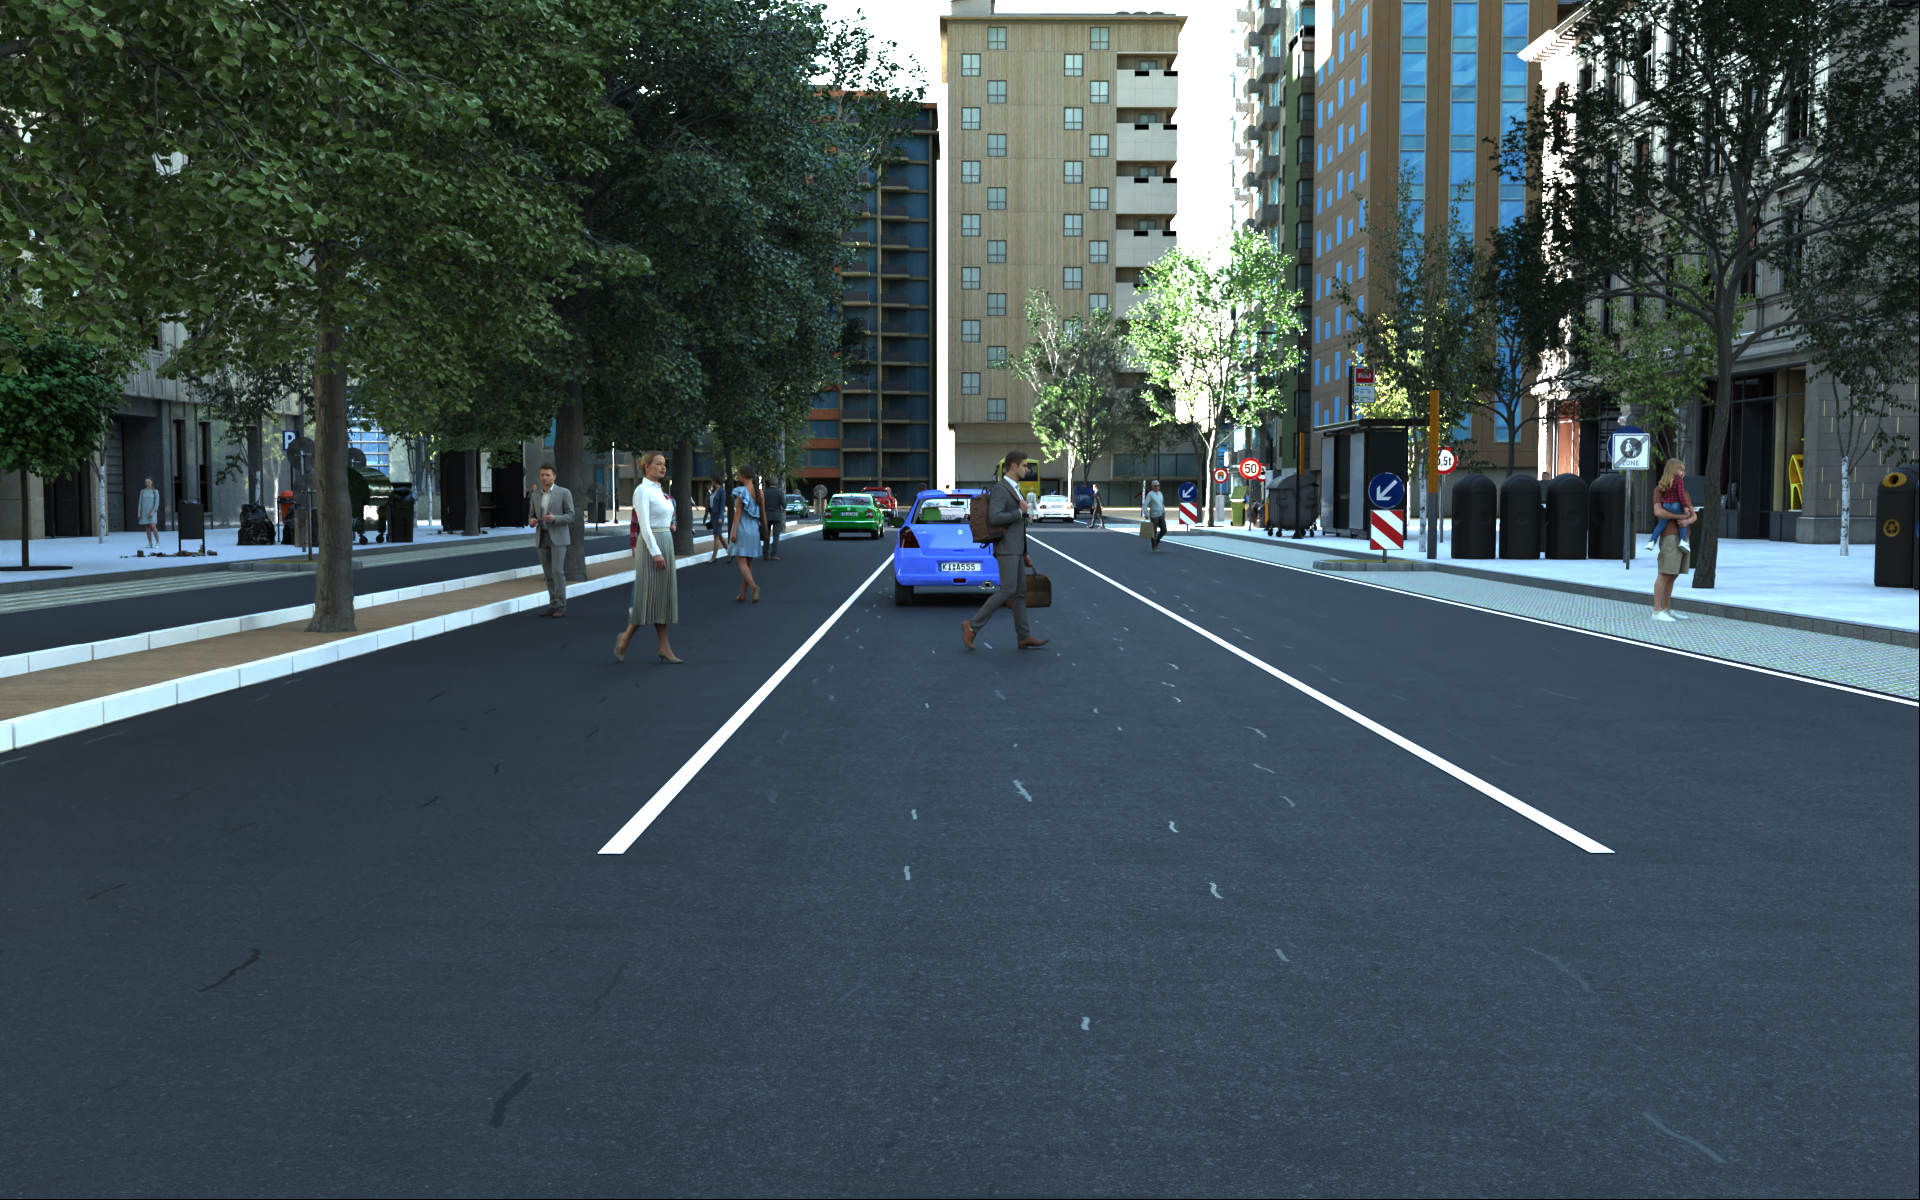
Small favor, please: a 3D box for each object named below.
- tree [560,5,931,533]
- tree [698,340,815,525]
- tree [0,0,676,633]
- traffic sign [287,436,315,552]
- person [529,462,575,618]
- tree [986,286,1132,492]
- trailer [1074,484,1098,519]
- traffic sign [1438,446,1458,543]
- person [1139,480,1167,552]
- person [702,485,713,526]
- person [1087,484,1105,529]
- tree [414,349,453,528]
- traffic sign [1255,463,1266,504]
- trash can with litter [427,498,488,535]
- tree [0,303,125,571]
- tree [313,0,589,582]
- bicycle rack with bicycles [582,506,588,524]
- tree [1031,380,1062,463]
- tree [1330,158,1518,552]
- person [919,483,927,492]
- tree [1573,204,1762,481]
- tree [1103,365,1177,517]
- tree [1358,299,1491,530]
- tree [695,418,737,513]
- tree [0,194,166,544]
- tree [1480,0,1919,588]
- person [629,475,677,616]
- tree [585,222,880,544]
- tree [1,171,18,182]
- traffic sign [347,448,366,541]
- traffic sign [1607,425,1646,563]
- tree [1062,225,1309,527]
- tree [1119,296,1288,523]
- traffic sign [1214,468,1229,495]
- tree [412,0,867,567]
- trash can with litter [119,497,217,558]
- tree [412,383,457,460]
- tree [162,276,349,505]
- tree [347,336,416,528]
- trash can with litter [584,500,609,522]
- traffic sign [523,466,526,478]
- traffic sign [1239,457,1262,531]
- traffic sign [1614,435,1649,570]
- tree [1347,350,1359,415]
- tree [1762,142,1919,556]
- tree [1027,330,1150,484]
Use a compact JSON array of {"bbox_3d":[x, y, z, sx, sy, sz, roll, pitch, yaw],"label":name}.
[{"bbox_3d":[-7.819,-12.567,63.821,12.611,20.169,13.585,0,3,0],"label":"tree"},{"bbox_3d":[-6.498,-6.275,55.422,4.737,8.622,4.395,0,3,0],"label":"tree"},{"bbox_3d":[-6.602,-5.959,18.022,7.486,12.596,7.792,0,3,0],"label":"tree"},{"bbox_3d":[-14.543,-2.338,38.325,0.768,2.556,0.104,1,4,9],"label":"traffic sign"},{"bbox_3d":[-4.817,-0.704,20.206,0.606,1.804,0.583,1,4,14],"label":"person"},{"bbox_3d":[8.838,-18.568,159.471,12.611,20.169,13.585,0,3,0],"label":"tree"},{"bbox_3d":[7.240,-5.752,101.094,1.471,1.999,3.904,0,4,1],"label":"trailer"},{"bbox_3d":[12.703,-2.783,45.613,0.768,2.556,0.104,0,4,2],"label":"traffic sign"},{"bbox_3d":[4.750,-2.067,42.788,0.782,1.767,0.515,-3,5,-40],"label":"person"},{"bbox_3d":[-11.224,-4.257,77.877,0.755,1.850,0.659,0,4,0],"label":"person"},{"bbox_3d":[5.655,-3.896,71.973,0.755,1.850,0.659,1,4,14],"label":"person"},{"bbox_3d":[-20.455,-6.989,64.630,4.360,8.622,3.978,0,3,0],"label":"tree"},{"bbox_3d":[12.549,-4.391,71.893,0.768,2.556,0.104,0,4,7],"label":"traffic sign"},{"bbox_3d":[-16.047,-2.715,55.447,2.233,1.210,1.678,-3,4,-36],"label":"trash can with litter"},{"bbox_3d":[-15.974,-2.788,29.298,4.285,4.588,4.351,0,3,0],"label":"tree"},{"bbox_3d":[-6.490,-7.283,28.185,9.857,13.997,8.962,0,3,0],"label":"tree"},{"bbox_3d":[-17.258,-3.754,74.765,2.925,0.926,2.852,0,4,2],"label":"bicycle rack with bicycles"},{"bbox_3d":[9.520,-13.482,146.186,9.928,11.665,9.643,0,3,0],"label":"tree"},{"bbox_3d":[10.205,-5.359,37.974,4.360,8.622,3.978,0,3,0],"label":"tree"},{"bbox_3d":[-1.164,-2.527,50.414,0.643,1.750,0.593,1,4,21],"label":"person"},{"bbox_3d":[18.158,-5.733,44.092,4.737,8.622,4.395,0,3,0],"label":"tree"},{"bbox_3d":[10.050,-8.860,95.229,4.360,8.622,3.978,0,3,0],"label":"tree"},{"bbox_3d":[17.344,-6.864,62.586,4.737,8.622,4.395,0,3,0],"label":"tree"},{"bbox_3d":[-16.300,-10.235,117.710,4.360,8.622,3.978,0,3,0],"label":"tree"},{"bbox_3d":[-22.510,-5.775,44.781,4.737,8.622,4.395,0,3,0],"label":"tree"},{"bbox_3d":[10.435,-5.427,23.136,7.601,10.594,8.767,2,4,31],"label":"tree"},{"bbox_3d":[-3.501,-0.638,19.770,0.563,1.720,0.643,-2,4,-30],"label":"person"},{"bbox_3d":[-6.421,-6.865,49.105,8.767,10.594,7.601,0,4,0],"label":"tree"},{"bbox_3d":[-20.609,-5.296,36.947,4.737,8.622,4.395,0,3,0],"label":"tree"},{"bbox_3d":[-16.603,-2.892,47.390,0.768,2.556,0.104,0,4,6],"label":"traffic sign"},{"bbox_3d":[12.405,-1.964,32.212,0.768,2.556,0.104,1,4,9],"label":"traffic sign"},{"bbox_3d":[9.795,-8.621,66.705,9.928,11.665,9.643,0,3,0],"label":"tree"},{"bbox_3d":[10.922,-8.739,77.293,8.767,10.594,7.601,2,4,34],"label":"tree"},{"bbox_3d":[12.619,-5.125,83.903,0.768,2.556,0.104,0,4,8],"label":"traffic sign"},{"bbox_3d":[-6.558,-8.017,40.189,9.857,13.997,8.962,0,3,0],"label":"tree"},{"bbox_3d":[-16.278,-1.507,35.693,1.678,1.210,2.233,3,5,41],"label":"trash can with litter"},{"bbox_3d":[-23.103,-7.865,78.956,4.737,8.622,4.395,0,3,0],"label":"tree"},{"bbox_3d":[-22.643,-6.405,55.089,4.360,8.622,3.978,0,3,0],"label":"tree"},{"bbox_3d":[-21.794,-6.686,59.687,4.360,8.622,3.978,0,3,0],"label":"tree"},{"bbox_3d":[-16.869,-4.148,78.879,1.678,1.210,2.233,3,5,45],"label":"trash can with litter"},{"bbox_3d":[-17.827,-4.250,69.598,0.768,2.556,0.104,0,4,2],"label":"traffic sign"},{"bbox_3d":[10.111,-3.683,60.330,0.768,2.556,0.104,0,4,6],"label":"traffic sign"},{"bbox_3d":[11.340,-1.665,29.347,0.606,2.300,0.079,0,4,4],"label":"traffic sign"},{"bbox_3d":[17.587,-7.236,68.670,4.737,8.622,4.395,0,3,0],"label":"tree"},{"bbox_3d":[18.420,-5.208,35.517,4.360,8.622,3.978,0,3,0],"label":"tree"},{"bbox_3d":[9.437,-13.347,128.590,12.009,13.543,11.850,0,3,0],"label":"tree"}]
